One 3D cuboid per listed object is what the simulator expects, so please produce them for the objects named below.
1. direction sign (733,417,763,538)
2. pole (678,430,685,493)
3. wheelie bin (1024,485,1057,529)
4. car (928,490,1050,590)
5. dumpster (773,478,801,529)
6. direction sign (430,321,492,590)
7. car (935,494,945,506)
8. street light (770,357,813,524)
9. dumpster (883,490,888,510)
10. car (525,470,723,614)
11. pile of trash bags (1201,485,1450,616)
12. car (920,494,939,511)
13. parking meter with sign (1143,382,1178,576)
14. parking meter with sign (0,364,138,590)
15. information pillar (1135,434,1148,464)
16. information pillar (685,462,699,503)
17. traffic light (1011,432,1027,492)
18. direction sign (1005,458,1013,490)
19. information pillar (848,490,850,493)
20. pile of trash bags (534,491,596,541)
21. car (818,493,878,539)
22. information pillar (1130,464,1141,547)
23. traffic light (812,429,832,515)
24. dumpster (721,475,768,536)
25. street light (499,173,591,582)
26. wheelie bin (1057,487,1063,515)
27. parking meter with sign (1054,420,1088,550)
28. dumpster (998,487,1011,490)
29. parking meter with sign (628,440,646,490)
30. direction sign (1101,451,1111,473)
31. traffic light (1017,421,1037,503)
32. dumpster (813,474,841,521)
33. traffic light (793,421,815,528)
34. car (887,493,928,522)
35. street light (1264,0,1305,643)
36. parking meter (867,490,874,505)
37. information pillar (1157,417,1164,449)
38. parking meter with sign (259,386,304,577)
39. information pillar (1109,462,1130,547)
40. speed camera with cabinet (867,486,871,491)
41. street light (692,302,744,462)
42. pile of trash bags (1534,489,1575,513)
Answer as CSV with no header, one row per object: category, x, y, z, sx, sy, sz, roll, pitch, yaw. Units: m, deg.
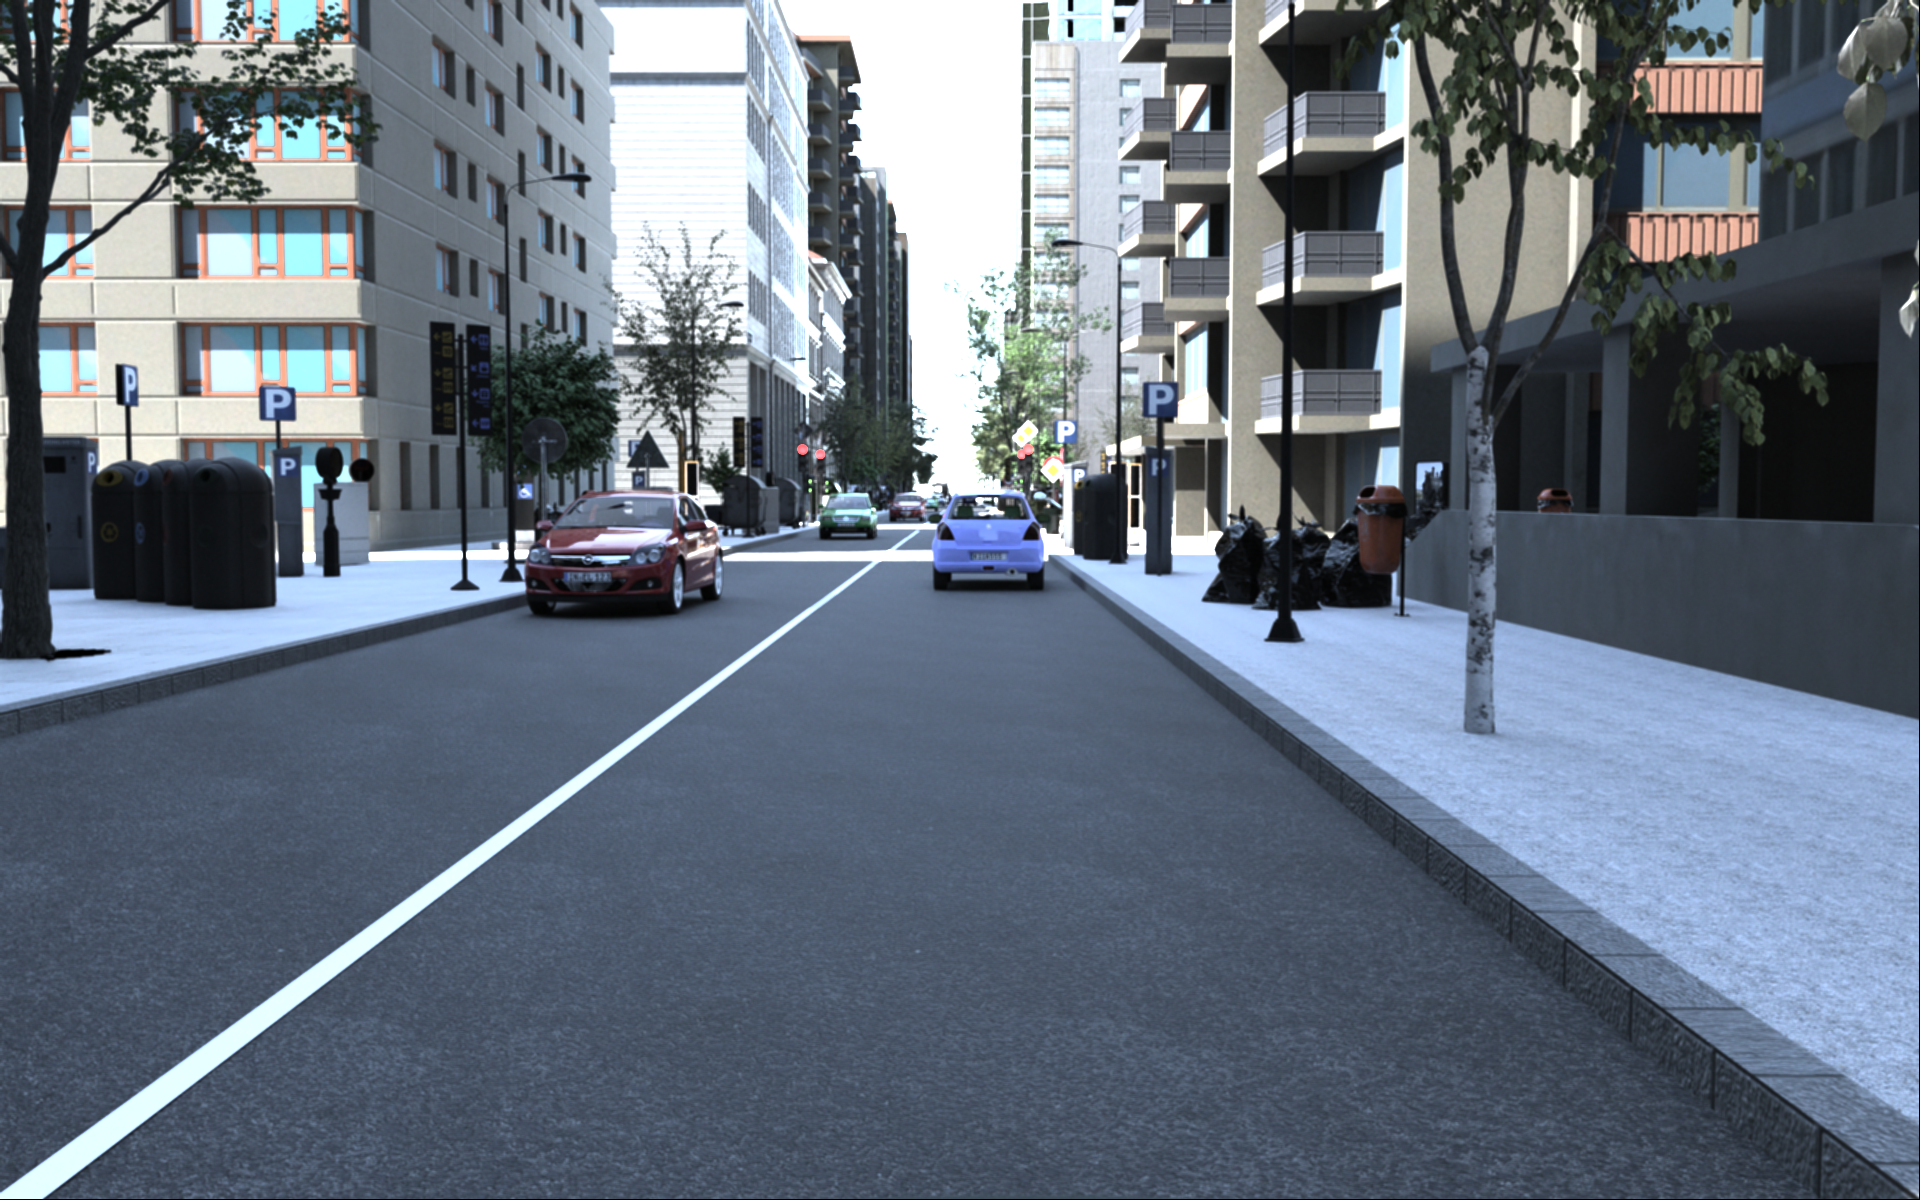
direction sign,-6.238,-3.609,51.004,0.876,3.537,0.379,-1,4,-22
pole,-8.854,-3.749,55.144,0.158,3.312,0.155,0,3,0
wheelie bin,2.904,-3.397,63.454,0.693,1.594,0.980,-2,4,-27
car,0.454,-1.079,27.239,1.945,1.707,3.694,0,4,1
dumpster,-6.550,-3.554,63.859,1.264,1.857,1.865,0,3,0
direction sign,-6.637,-1.903,23.115,0.379,3.537,0.876,3,5,44
car,-2.714,-12.030,208.695,2.014,1.417,4.499,0,4,-1
street light,-5.888,-5.283,58.912,1.470,5.913,1.316,0,4,0
dumpster,-6.255,-7.885,134.680,1.264,1.857,1.865,0,4,0
car,-4.195,-0.794,22.022,2.155,1.783,4.494,0,4,2
pile of trash bags,4.109,-0.598,19.535,1.912,1.369,3.447,-1,4,-13
car,-2.712,-8.279,144.160,1.959,1.807,4.718,0,4,0
parking meter with sign,3.223,-1.933,27.864,0.543,3.016,1.738,0,4,7
parking meter with sign,-12.081,-1.660,23.407,1.738,3.016,0.543,0,4,-6
information pillar,7.042,-4.637,67.173,0.504,3.616,0.183,0,4,-7
information pillar,-6.060,-2.126,39.254,0.304,2.012,0.304,0,4,-7
traffic light,2.620,-5.220,74.264,0.839,4.253,0.868,0,4,0
direction sign,3.265,-7.129,108.548,0.876,3.537,0.379,1,4,8
information pillar,-8.257,-8.516,130.590,0.183,3.616,0.504,3,5,43
pile of trash bags,-10.216,-2.215,45.974,1.912,1.369,3.447,-2,4,-30
car,-3.626,-2.915,56.452,1.959,1.807,4.718,0,4,-1
information pillar,4.244,-2.310,42.254,0.304,2.012,0.304,0,4,-4
traffic light,-5.941,-5.221,74.283,0.839,4.253,0.868,0,4,0
dumpster,-6.648,-2.908,53.310,1.264,1.857,1.865,0,3,0
street light,-6.028,-3.221,25.201,1.470,5.913,1.316,0,4,0
wheelie bin,3.926,-4.096,74.874,0.980,1.594,0.693,0,4,-7
parking meter with sign,2.661,-2.690,40.242,0.543,3.016,1.738,-1,4,-11
dumpster,3.410,-7.765,132.722,1.264,1.857,1.865,0,4,0
parking meter with sign,-10.271,-3.608,55.252,0.543,3.016,1.738,-1,4,-12
direction sign,7.645,-6.037,90.707,0.379,3.537,0.876,-2,4,-31
traffic light,2.588,-4.731,66.279,0.839,4.253,0.868,0,4,0
dumpster,-6.406,-4.837,81.583,1.502,2.255,1.985,0,4,0
traffic light,-5.974,-4.733,66.298,0.839,4.253,0.868,0,4,0
car,-2.748,-5.023,91.174,2.155,1.783,4.494,0,4,1
street light,2.294,-2.595,14.966,1.470,5.913,1.316,0,4,0
parking meter,-5.813,-6.398,113.014,0.372,1.533,0.369,0,3,0
information pillar,4.597,-2.962,39.780,0.183,3.616,0.504,1,4,18
parking meter with sign,-10.726,-1.911,27.499,0.543,3.016,1.738,-2,4,-27
information pillar,3.641,-2.166,39.907,0.304,2.012,0.304,-2,4,-33
speed camera with cabinet,-7.419,-9.100,143.121,0.660,3.252,2.038,1,4,18
street light,-5.913,-4.247,41.984,1.470,5.913,1.316,0,4,0
pile of trash bags,8.657,-1.182,29.071,3.447,1.369,1.912,-1,4,-10
